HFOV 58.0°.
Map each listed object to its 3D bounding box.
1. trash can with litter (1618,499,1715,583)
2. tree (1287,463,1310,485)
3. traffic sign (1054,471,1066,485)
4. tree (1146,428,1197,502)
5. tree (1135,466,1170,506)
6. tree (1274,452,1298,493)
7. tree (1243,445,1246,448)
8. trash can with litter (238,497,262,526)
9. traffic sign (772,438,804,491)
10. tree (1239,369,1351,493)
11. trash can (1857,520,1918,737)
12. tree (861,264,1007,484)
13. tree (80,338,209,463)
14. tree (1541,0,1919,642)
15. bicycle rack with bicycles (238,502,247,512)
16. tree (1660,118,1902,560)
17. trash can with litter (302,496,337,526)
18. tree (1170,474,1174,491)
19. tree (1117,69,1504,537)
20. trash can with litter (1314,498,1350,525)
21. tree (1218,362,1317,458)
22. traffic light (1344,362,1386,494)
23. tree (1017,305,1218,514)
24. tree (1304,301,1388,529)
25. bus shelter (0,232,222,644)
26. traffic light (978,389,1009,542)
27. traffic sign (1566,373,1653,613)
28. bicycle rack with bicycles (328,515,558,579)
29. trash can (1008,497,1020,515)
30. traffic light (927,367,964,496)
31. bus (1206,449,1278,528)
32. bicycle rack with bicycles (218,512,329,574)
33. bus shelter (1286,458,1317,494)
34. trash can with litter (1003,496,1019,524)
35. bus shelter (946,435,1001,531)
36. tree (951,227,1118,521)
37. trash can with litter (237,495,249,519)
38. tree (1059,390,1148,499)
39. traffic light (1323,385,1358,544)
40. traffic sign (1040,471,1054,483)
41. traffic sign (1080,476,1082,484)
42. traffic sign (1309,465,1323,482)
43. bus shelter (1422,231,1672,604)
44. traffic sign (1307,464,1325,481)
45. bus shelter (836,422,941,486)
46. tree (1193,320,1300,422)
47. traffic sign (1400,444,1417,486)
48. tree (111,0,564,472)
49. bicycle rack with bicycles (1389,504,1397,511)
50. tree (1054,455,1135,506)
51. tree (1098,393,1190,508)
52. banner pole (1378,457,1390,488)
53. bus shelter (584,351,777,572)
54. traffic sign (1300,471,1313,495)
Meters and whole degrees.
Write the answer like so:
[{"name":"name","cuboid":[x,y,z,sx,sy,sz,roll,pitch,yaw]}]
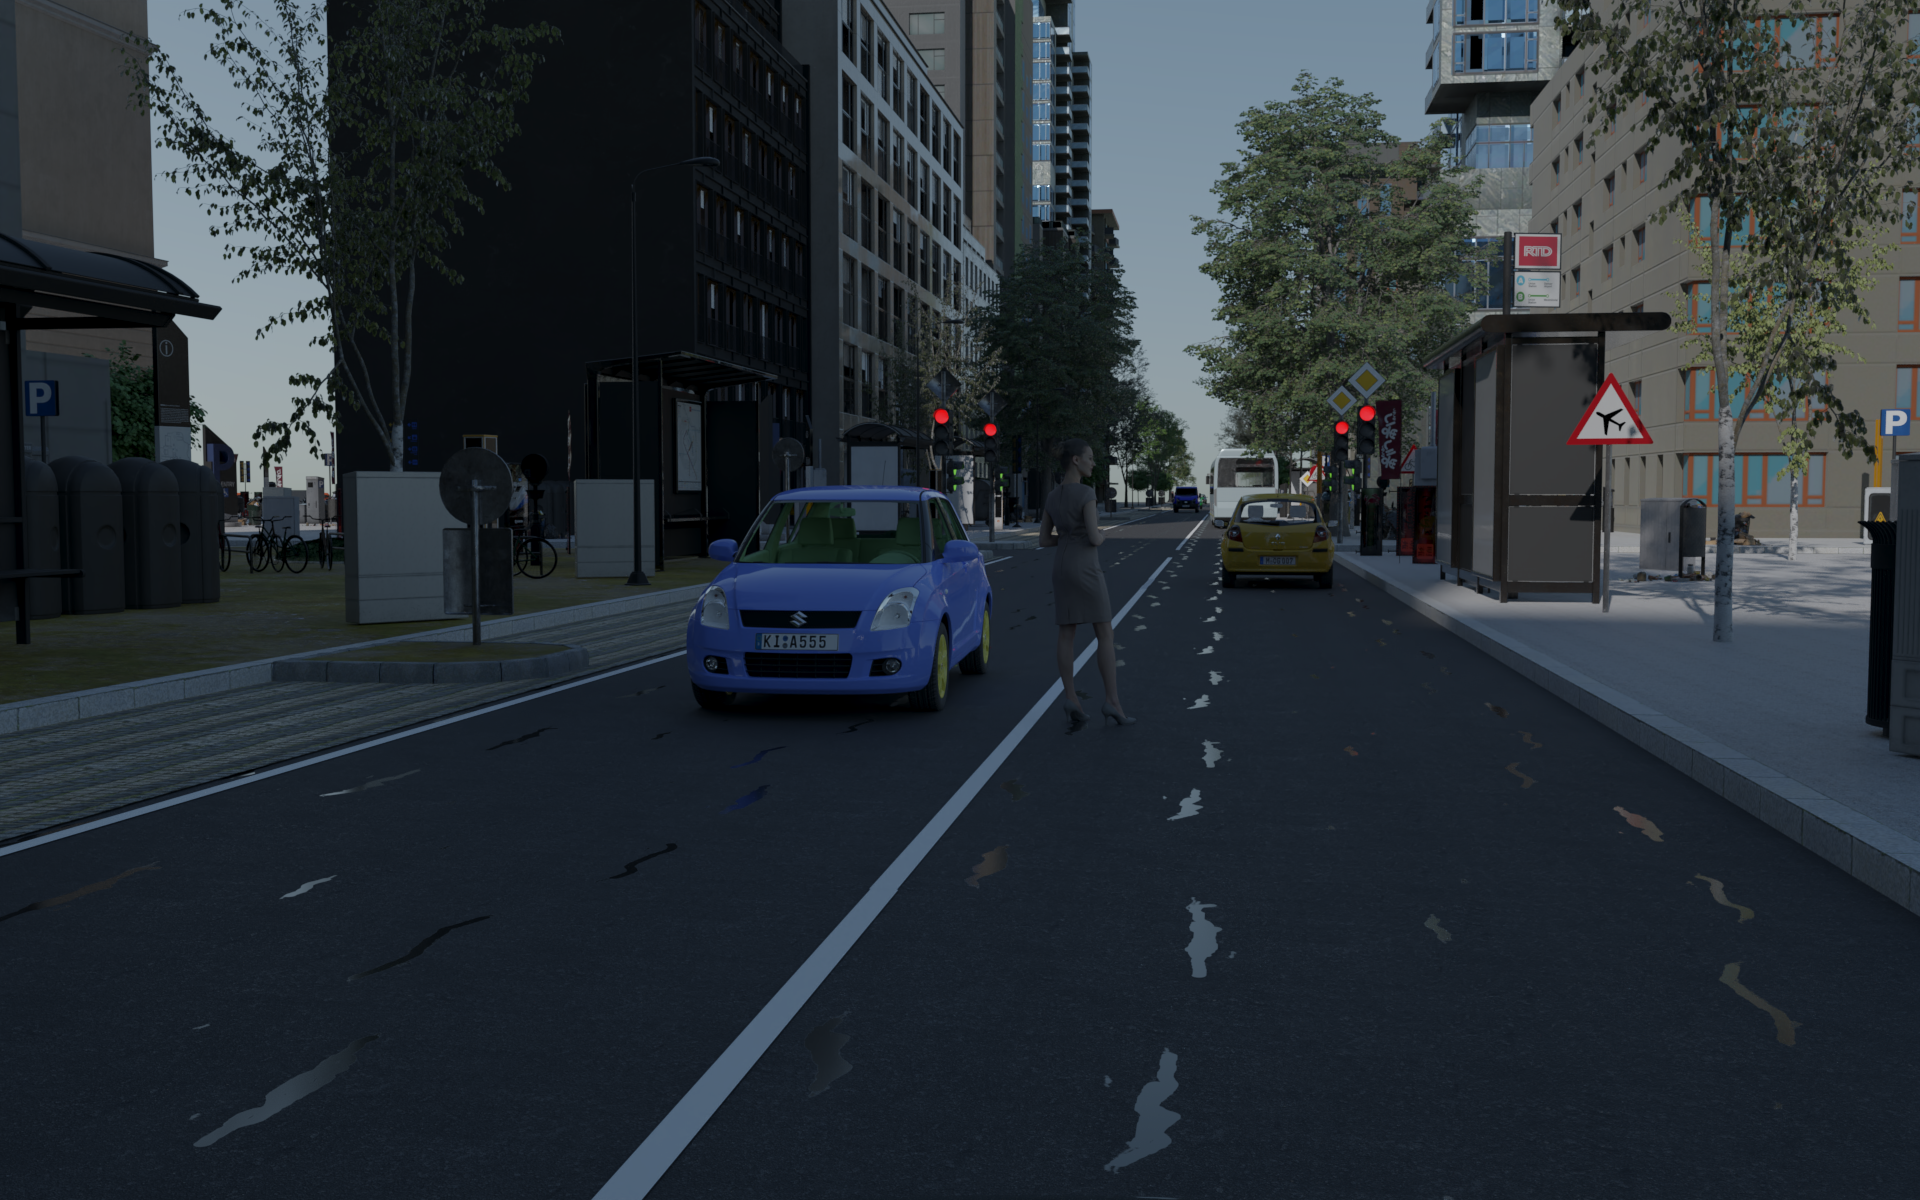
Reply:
[{"name":"trash can with litter","cuboid":[10.560,-0.902,25.800,2.233,1.210,1.678,-2,4,-29]},{"name":"tree","cuboid":[20.704,-6.806,105.884,1.663,3.219,1.824,0,3,0]},{"name":"traffic sign","cuboid":[5.528,-5.781,94.630,0.768,2.556,0.104,1,4,12]},{"name":"tree","cuboid":[33.422,-21.962,276.082,9.611,12.733,9.660,0,3,0]},{"name":"tree","cuboid":[19.598,-12.593,189.608,4.285,4.588,4.351,0,3,0]},{"name":"tree","cuboid":[25.582,-9.462,138.418,4.285,4.588,4.351,0,3,0]},{"name":"tree","cuboid":[39.062,-18.776,225.107,7.486,12.596,7.792,0,3,0]},{"name":"trash can with litter","cuboid":[-28.923,-3.610,70.407,1.055,1.170,0.624,0,3,0]},{"name":"traffic sign","cuboid":[-3.899,-2.391,39.201,0.768,2.556,0.104,1,4,16]},{"name":"tree","cuboid":[21.554,-10.828,111.451,7.601,10.594,8.767,0,4,5]},{"name":"trash can","cuboid":[5.118,0.156,9.099,0.748,1.137,0.748,0,3,0]},{"name":"tree","cuboid":[-0.604,-6.493,56.528,4.360,8.622,3.978,0,3,0]},{"name":"tree","cuboid":[-17.630,-3.233,36.576,4.285,4.588,4.351,0,3,0]},{"name":"tree","cuboid":[6.797,-3.931,14.640,4.360,8.622,3.978,0,3,0]},{"name":"bicycle rack with bicycles","cuboid":[-33.950,-4.051,79.612,2.852,0.926,2.925,-1,4,-18]},{"name":"tree","cuboid":[15.898,-5.074,33.318,4.737,8.622,4.395,0,3,0]},{"name":"trash can with litter","cuboid":[-25.520,-3.579,69.577,2.233,1.210,1.678,-1,4,-16]},{"name":"tree","cuboid":[25.267,-14.463,220.185,4.285,4.588,4.351,0,3,0]},{"name":"tree","cuboid":[11.426,-8.886,51.948,9.857,13.997,8.962,0,3,0]},{"name":"trash can with litter","cuboid":[15.223,-3.751,72.383,2.233,1.210,1.678,1,4,17]},{"name":"tree","cuboid":[27.126,-14.646,149.834,12.009,13.543,11.850,0,3,0]},{"name":"traffic light","cuboid":[8.618,-2.934,36.896,0.839,4.253,0.868,1,4,9]},{"name":"tree","cuboid":[8.490,-12.361,112.469,12.009,13.543,11.850,0,3,0]},{"name":"tree","cuboid":[14.111,-6.898,63.137,4.360,8.622,3.978,0,3,0]},{"name":"bus shelter","cuboid":[-7.680,-1.117,12.188,2.014,3.302,5.546,1,4,9]},{"name":"traffic light","cuboid":[0.869,-3.500,46.142,0.839,4.253,0.868,1,4,9]},{"name":"traffic sign","cuboid":[6.989,-1.142,18.680,0.884,2.594,0.081,1,4,13]},{"name":"bicycle rack with bicycles","cuboid":[-7.498,-0.800,26.470,2.925,0.926,2.852,1,4,11]},{"name":"trash can","cuboid":[2.597,-4.520,85.555,0.748,1.137,0.748,0,3,0]},{"name":"traffic light","cuboid":[-0.341,-3.017,38.249,0.839,4.253,0.868,1,4,9]},{"name":"bus","cuboid":[12.421,-5.001,76.620,2.948,3.499,13.247,0,4,7]},{"name":"bicycle rack with bicycles","cuboid":[-11.256,-0.950,28.916,2.852,0.926,2.925,-3,4,-36]},{"name":"bus shelter","cuboid":[19.789,-6.454,99.439,2.014,3.302,5.546,1,4,9]},{"name":"trash can with litter","cuboid":[1.741,-3.924,75.213,1.678,1.210,2.233,1,4,19]},{"name":"bus shelter","cuboid":[0.122,-4.199,62.573,2.014,3.302,5.546,1,4,9]},{"name":"tree","cuboid":[4.064,-10.820,83.565,9.857,13.997,8.962,0,3,0]},{"name":"trash can with litter","cuboid":[-36.838,-4.689,87.718,1.678,1.210,2.233,1,4,23]},{"name":"tree","cuboid":[11.313,-12.405,137.238,7.601,10.594,8.767,-1,4,-22]},{"name":"traffic light","cuboid":[9.828,-3.417,44.789,0.839,4.253,0.868,1,4,9]},{"name":"traffic sign","cuboid":[4.566,-5.550,90.851,0.768,2.556,0.104,1,4,18]},{"name":"traffic sign","cuboid":[6.204,-5.520,92.383,0.606,2.300,0.079,1,4,18]},{"name":"traffic sign","cuboid":[15.455,-4.562,74.702,0.768,2.556,0.104,1,4,17]},{"name":"bus shelter","cuboid":[7.781,-2.856,24.321,2.179,5.291,8.768,1,4,9]},{"name":"traffic sign","cuboid":[14.699,-4.354,71.197,0.884,2.594,0.081,1,4,13]},{"name":"bus shelter","cuboid":[-2.069,-3.512,51.352,2.014,3.302,5.546,1,4,9]},{"name":"tree","cuboid":[30.675,-19.956,182.164,12.611,20.169,13.585,0,3,0]},{"name":"traffic sign","cuboid":[11.850,-2.770,45.285,0.884,2.594,0.081,1,4,17]},{"name":"tree","cuboid":[-6.228,-4.156,18.312,4.360,8.622,3.978,0,3,0]},{"name":"bicycle rack with bicycles","cuboid":[15.955,-2.982,62.130,2.852,0.926,2.925,-3,5,-41]},{"name":"tree","cuboid":[7.073,-7.213,101.645,4.285,4.588,4.351,0,3,0]},{"name":"tree","cuboid":[15.528,-14.523,163.208,9.928,11.665,9.643,0,3,0]},{"name":"banner pole","cuboid":[19.158,-5.412,78.504,0.401,3.779,0.863,-3,4,-37]},{"name":"bus shelter","cuboid":[-4.951,-2.469,31.645,1.731,3.624,6.357,1,4,9]},{"name":"traffic sign","cuboid":[17.391,-5.231,86.715,0.795,2.450,0.064,1,4,11]}]
